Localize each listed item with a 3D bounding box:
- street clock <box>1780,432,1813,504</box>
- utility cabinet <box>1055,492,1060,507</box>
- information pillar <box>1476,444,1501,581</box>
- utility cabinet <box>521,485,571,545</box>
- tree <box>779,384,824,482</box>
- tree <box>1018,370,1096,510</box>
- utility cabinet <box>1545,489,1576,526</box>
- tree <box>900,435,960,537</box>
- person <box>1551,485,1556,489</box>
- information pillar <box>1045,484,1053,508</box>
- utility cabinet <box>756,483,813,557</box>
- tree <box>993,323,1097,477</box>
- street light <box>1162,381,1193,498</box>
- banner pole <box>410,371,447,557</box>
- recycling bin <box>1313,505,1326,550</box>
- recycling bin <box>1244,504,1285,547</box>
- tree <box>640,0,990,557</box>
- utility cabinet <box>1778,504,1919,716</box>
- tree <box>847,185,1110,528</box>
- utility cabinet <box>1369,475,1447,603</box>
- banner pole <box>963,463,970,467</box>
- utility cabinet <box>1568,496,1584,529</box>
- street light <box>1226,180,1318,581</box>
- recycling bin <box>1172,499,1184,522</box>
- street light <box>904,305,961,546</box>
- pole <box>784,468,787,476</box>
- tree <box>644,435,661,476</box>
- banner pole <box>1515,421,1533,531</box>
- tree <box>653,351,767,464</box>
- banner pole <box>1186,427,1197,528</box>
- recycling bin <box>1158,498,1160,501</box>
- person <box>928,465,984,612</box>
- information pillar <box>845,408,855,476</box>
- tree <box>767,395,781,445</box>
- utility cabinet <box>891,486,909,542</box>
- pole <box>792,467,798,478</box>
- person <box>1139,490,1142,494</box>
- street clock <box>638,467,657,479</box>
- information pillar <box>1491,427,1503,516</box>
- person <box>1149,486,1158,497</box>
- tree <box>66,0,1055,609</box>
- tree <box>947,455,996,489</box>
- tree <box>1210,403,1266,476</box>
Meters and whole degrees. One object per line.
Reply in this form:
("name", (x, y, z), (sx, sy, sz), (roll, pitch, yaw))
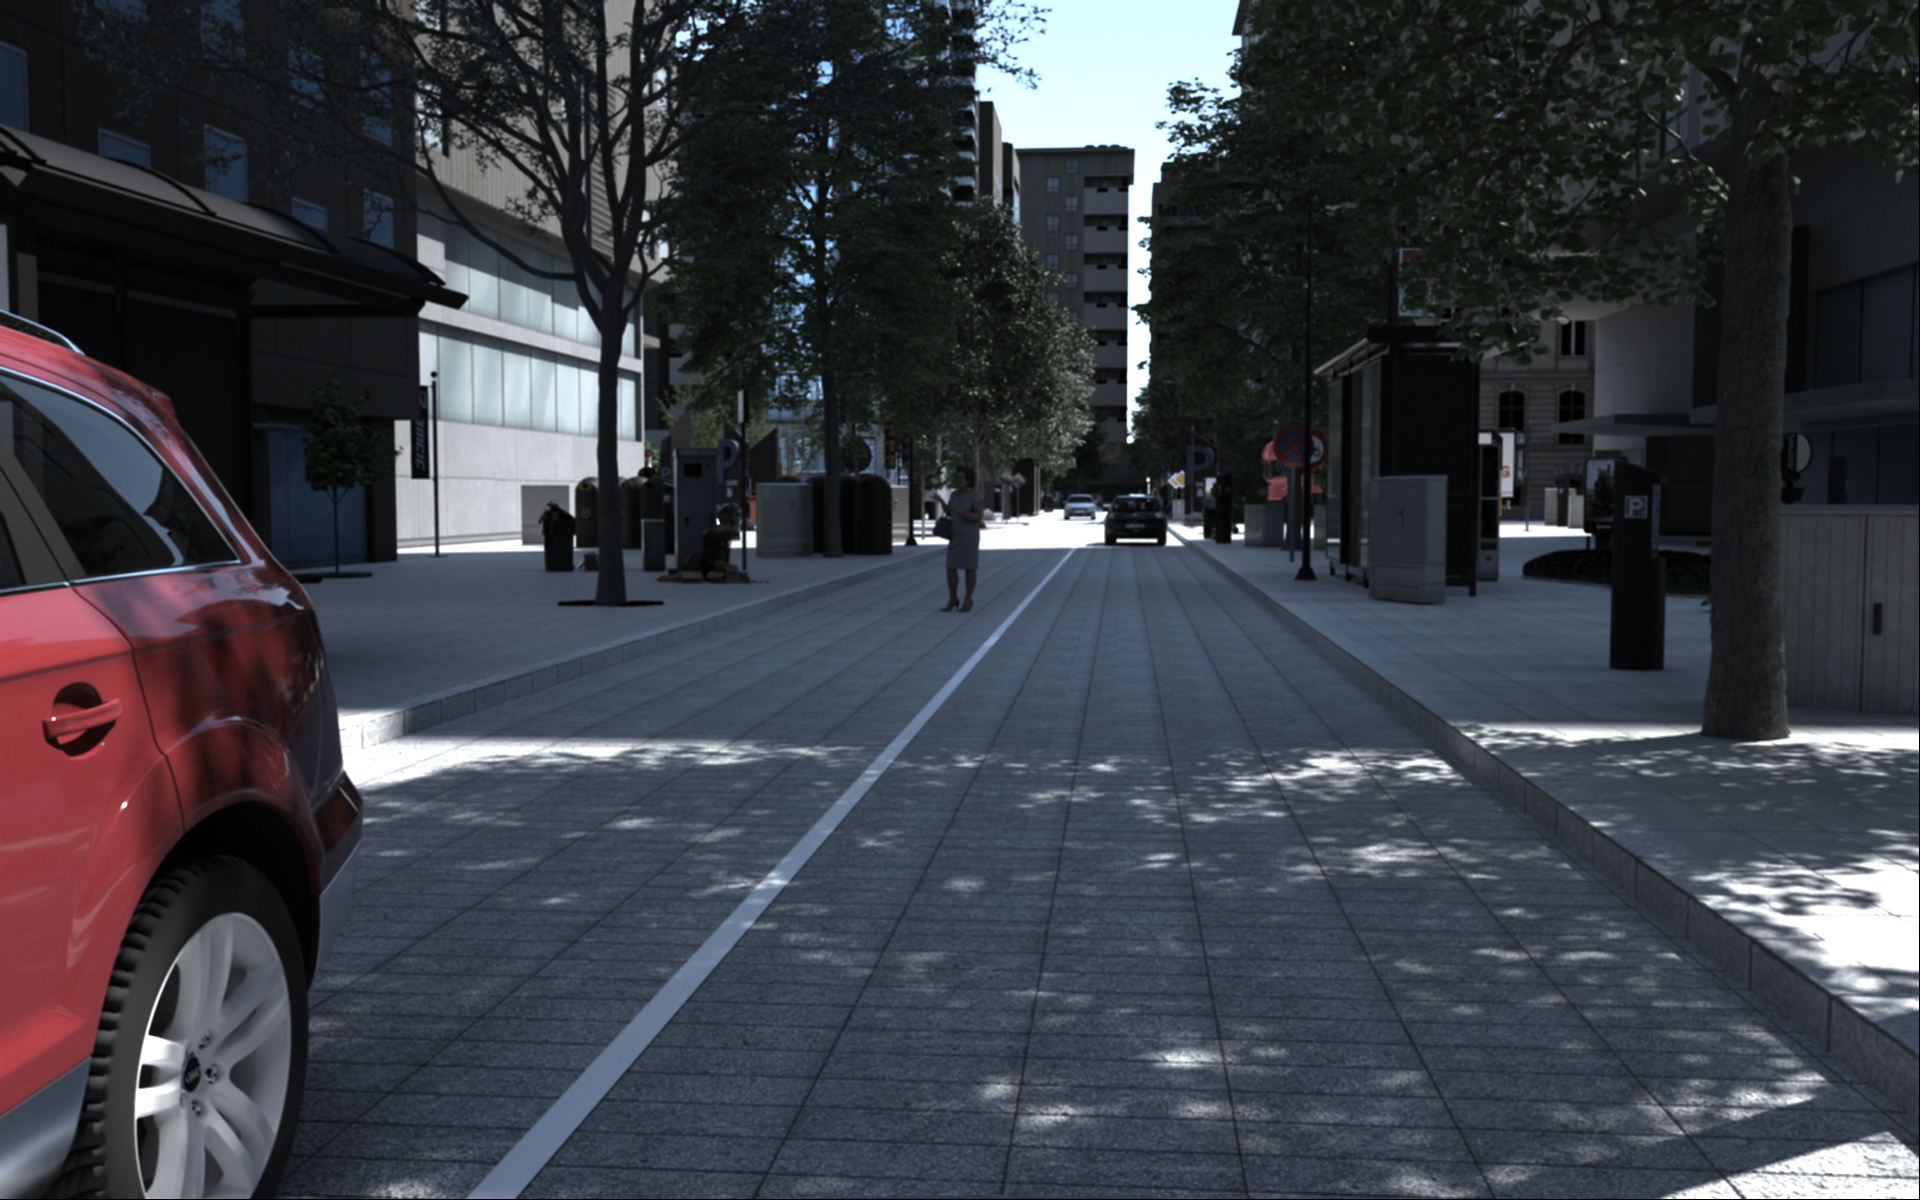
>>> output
("street clock", (9.808, -0.974, 20.499), (0.471, 2.002, 0.358), (-1, 4, -22))
("utility cabinet", (8.687, -8.883, 153.914), (0.318, 1.500, 1.173), (1, 4, 12))
("information pillar", (7.779, -1.286, 25.516), (0.304, 2.012, 0.304), (1, 4, 11))
("utility cabinet", (-10.343, -2.118, 43.305), (1.173, 1.500, 0.318), (0, 4, -7))
("tree", (-10.396, -10.155, 116.402), (4.360, 8.622, 3.978), (0, 3, 0))
("tree", (7.632, -13.348, 143.999), (9.928, 11.665, 9.643), (0, 3, 0))
("utility cabinet", (24.050, -3.712, 69.374), (1.173, 1.500, 0.318), (1, 4, 17))
("tree", (-1.134, -3.503, 51.881), (1.663, 3.219, 1.824), (0, 3, 0))
("person", (24.636, -3.866, 71.959), (0.529, 1.795, 0.600), (0, 4, -1))
("information pillar", (6.612, -7.520, 127.447), (0.304, 2.012, 0.304), (-2, 4, -34))
("utility cabinet", (-3.577, -1.632, 35.361), (1.173, 1.500, 0.318), (-3, 4, -36))
("tree", (4.710, -12.997, 119.155), (9.857, 13.997, 8.962), (0, 3, 0))
("street light", (9.023, -6.047, 71.407), (1.470, 5.913, 1.316), (0, 4, 5))
("banner pole", (-10.845, -2.764, 35.217), (0.401, 3.779, 0.863), (2, 4, 32))
("recycling bin", (8.668, -1.680, 40.025), (0.722, 1.027, 0.722), (-2, 4, -31))
("recycling bin", (7.469, -1.832, 42.509), (0.722, 1.027, 0.722), (-2, 4, -33))
("tree", (-2.874, -7.122, 34.575), (7.486, 12.596, 7.792), (0, 3, 0))
("utility cabinet", (5.295, 0.050, 10.343), (1.020, 1.237, 0.306), (3, 4, 38))
("tree", (0.512, -9.050, 64.973), (9.611, 12.733, 9.660), (0, 3, 0))
("utility cabinet", (5.297, -0.727, 20.562), (0.318, 1.500, 1.173), (-1, 4, -19))
("banner pole", (0.382, -5.559, 80.905), (0.863, 3.779, 0.401), (0, 4, 6))
("utility cabinet", (23.125, -3.253, 64.355), (1.020, 1.237, 0.306), (-1, 4, -10))
("street light", (4.630, -3.255, 25.756), (1.470, 5.913, 1.316), (0, 4, 5))
("recycling bin", (10.383, -4.194, 81.128), (0.722, 1.027, 0.722), (1, 4, 21))
("street light", (-0.675, -4.298, 42.815), (1.470, 5.913, 1.316), (0, 4, 5))
("pole", (-13.594, -8.641, 135.125), (0.158, 3.312, 0.155), (0, 3, 0))
("tree", (-17.458, -6.858, 95.846), (4.285, 4.588, 4.351), (0, 3, 0))
("banner pole", (19.432, -4.264, 59.733), (0.401, 3.779, 0.863), (-2, 4, -24))
("tree", (-12.865, -8.336, 86.659), (4.737, 8.622, 4.395), (0, 3, 0))
("banner pole", (8.746, -4.603, 65.282), (0.401, 3.779, 0.863), (0, 4, 6))
("recycling bin", (14.459, -6.927, 125.814), (0.722, 1.027, 0.722), (1, 4, 21))
("person", (-0.078, -0.747, 21.076), (0.716, 1.782, 0.532), (3, 4, 38))
("information pillar", (-2.992, -3.414, 47.177), (0.183, 3.616, 0.504), (-2, 4, -29))
("tree", (-14.181, -10.424, 120.798), (4.737, 8.622, 4.395), (0, 3, 0))
("utility cabinet", (-1.850, -2.268, 45.764), (1.173, 1.500, 0.318), (-3, 5, -44))
("pole", (-12.646, -8.437, 131.792), (0.158, 3.312, 0.155), (0, 3, 0))
("person", (15.127, -8.372, 145.862), (0.515, 1.767, 0.782), (1, 4, 17))
("street clock", (-8.328, -2.546, 46.205), (0.471, 2.002, 0.358), (-2, 4, -29))
("information pillar", (18.534, -4.192, 59.886), (0.183, 3.616, 0.504), (-2, 4, -25))
("person", (8.956, -4.363, 80.082), (0.600, 1.795, 0.529), (-2, 4, -35))
("tree", (-4.070, -6.688, 19.721), (12.009, 13.543, 11.850), (0, 3, 0))
("tree", (0.466, -7.308, 103.205), (4.285, 4.588, 4.351), (0, 3, 0))
("tree", (19.017, -10.297, 118.717), (4.737, 8.622, 4.395), (0, 3, 0))
